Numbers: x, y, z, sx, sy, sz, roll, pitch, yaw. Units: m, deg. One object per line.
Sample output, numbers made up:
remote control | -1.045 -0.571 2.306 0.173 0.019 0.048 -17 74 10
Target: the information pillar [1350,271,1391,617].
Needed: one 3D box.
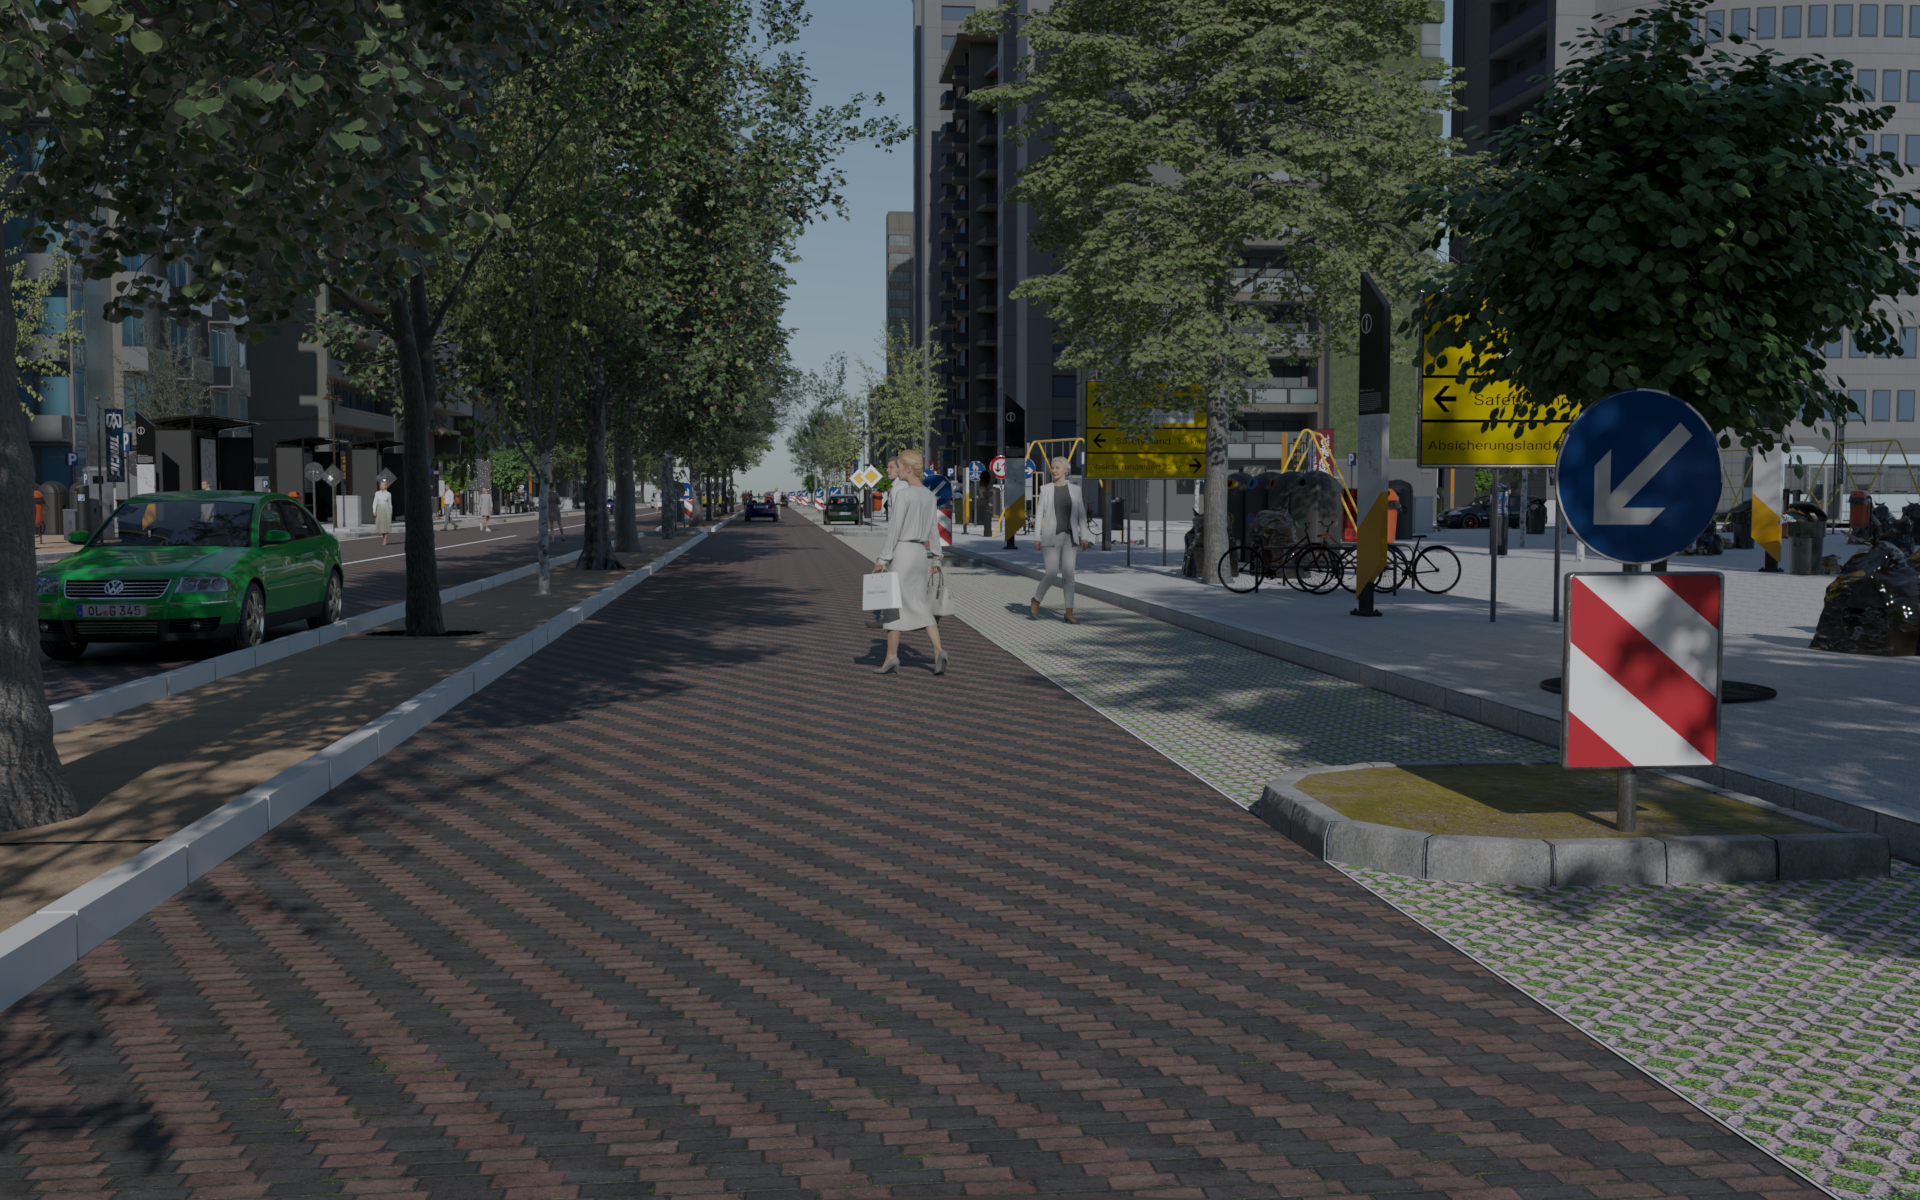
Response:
information pillar | 4.305 -1.634 18.070 0.183 3.616 0.504 -1 4 -18

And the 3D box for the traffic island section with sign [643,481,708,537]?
traffic island section with sign | -9.716 -3.107 58.934 2.006 1.907 1.989 0 4 -6

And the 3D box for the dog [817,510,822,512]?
dog | -11.173 -7.334 136.744 0.800 0.831 0.513 -2 4 -30

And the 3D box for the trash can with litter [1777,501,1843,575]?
trash can with litter | 13.581 -0.992 27.605 1.055 1.170 0.624 -2 4 -34

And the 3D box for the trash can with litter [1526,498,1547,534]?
trash can with litter | 18.253 -2.681 55.225 0.624 1.170 1.055 -1 4 -12

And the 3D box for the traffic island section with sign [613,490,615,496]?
traffic island section with sign | -32.434 -9.487 163.741 1.989 1.847 2.006 0 4 -6

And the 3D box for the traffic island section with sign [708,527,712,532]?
traffic island section with sign | -10.512 -3.557 66.298 2.006 1.907 1.989 0 4 -6

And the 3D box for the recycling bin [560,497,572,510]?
recycling bin | -31.643 -7.740 139.096 0.722 1.027 0.722 -3 5 -45

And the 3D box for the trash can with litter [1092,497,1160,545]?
trash can with litter | 4.153 -2.023 44.129 1.678 1.210 2.233 -2 4 -34

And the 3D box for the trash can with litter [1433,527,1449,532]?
trash can with litter | 15.927 -2.937 59.079 2.233 1.210 1.678 -2 4 -29

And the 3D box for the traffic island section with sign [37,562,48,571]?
traffic island section with sign | -17.994 -1.417 31.793 1.989 1.847 2.006 0 4 -6

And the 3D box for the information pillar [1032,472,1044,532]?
information pillar | 2.606 -3.274 58.017 0.304 2.012 0.304 -2 4 -30

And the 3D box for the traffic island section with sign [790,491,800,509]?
traffic island section with sign | -14.992 -9.620 165.914 1.989 1.847 2.006 0 4 -6

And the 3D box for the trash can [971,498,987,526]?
trash can | 0.793 -3.620 70.837 0.748 1.137 0.748 0 3 0

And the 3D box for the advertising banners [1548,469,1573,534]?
advertising banners | 19.616 -3.618 55.341 0.090 3.025 2.074 -3 4 -36

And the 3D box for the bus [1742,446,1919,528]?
bus | 37.758 -4.483 68.150 13.247 3.499 2.948 0 4 -6

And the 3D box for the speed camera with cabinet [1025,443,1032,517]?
speed camera with cabinet | 3.168 -4.477 67.528 2.038 3.252 0.660 -2 4 -27

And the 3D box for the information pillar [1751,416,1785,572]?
information pillar | 13.327 -2.273 28.518 0.183 3.616 0.504 -3 4 -38

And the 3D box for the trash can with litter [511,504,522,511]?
trash can with litter | -32.755 -7.182 128.491 2.233 1.210 1.678 1 4 19

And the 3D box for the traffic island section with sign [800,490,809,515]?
traffic island section with sign | -9.544 -6.566 115.982 1.989 1.847 2.006 0 4 -6

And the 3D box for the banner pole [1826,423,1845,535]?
banner pole | 27.641 -3.945 54.524 0.401 3.779 0.863 0 4 5

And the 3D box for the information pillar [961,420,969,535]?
information pillar | 0.183 -3.876 54.725 0.183 3.616 0.504 -1 4 -13

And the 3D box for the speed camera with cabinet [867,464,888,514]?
speed camera with cabinet | -5.363 -7.256 112.979 0.660 3.252 2.038 -2 4 -28

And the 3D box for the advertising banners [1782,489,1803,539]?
advertising banners | 23.850 -3.291 49.991 0.090 3.025 2.074 0 4 3

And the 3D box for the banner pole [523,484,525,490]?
banner pole | -34.769 -8.983 136.892 0.863 3.779 0.401 1 4 17

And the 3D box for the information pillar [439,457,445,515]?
information pillar | -31.273 -6.919 104.484 0.504 3.616 0.183 3 5 41

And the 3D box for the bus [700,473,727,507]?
bus | -27.012 -12.125 189.797 2.896 3.916 12.252 0 4 -8

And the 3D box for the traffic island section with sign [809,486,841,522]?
traffic island section with sign | -6.543 -4.889 88.558 1.989 1.847 2.006 0 4 -6

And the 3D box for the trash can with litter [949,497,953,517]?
trash can with litter | -0.642 -4.501 84.985 0.624 1.170 1.055 0 4 0

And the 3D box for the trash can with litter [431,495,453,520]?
trash can with litter | -26.726 -4.641 86.938 2.233 1.210 1.678 1 4 9

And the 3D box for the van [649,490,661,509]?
van | -30.102 -10.176 173.392 2.013 2.044 4.112 -1 4 -8

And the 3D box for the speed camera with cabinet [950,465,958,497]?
speed camera with cabinet | -0.450 -7.715 120.472 0.660 3.252 2.038 0 4 3

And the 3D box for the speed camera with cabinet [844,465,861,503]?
speed camera with cabinet | -7.459 -7.610 118.759 0.660 3.252 2.038 0 4 5

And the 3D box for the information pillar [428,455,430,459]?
information pillar | -29.814 -6.473 97.193 0.183 3.616 0.504 -2 4 -26

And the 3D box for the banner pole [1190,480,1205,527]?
banner pole | 9.433 -4.785 68.246 0.401 3.779 0.863 -3 4 -37

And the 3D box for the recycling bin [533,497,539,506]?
recycling bin | -33.420 -7.637 137.425 0.722 1.027 0.722 -3 5 -42

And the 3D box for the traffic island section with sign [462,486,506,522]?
traffic island section with sign | -24.164 -4.859 88.065 1.989 1.847 2.006 0 4 -6

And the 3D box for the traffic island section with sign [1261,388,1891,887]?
traffic island section with sign | 2.357 0.084 7.250 1.989 1.847 2.006 0 4 -6

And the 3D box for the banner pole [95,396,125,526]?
banner pole | -21.921 -3.339 44.617 0.401 3.779 0.863 3 5 42

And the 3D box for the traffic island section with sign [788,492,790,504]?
traffic island section with sign | -18.027 -11.313 193.587 1.989 1.847 2.006 0 4 -6

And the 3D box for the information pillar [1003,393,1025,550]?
information pillar | 1.258 -2.979 40.053 0.504 3.616 0.183 0 4 6

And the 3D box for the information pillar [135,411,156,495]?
information pillar | -22.879 -3.505 48.669 0.504 3.616 0.183 0 4 -2

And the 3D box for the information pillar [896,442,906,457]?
information pillar | -2.621 -5.289 77.824 0.504 3.616 0.183 2 4 26

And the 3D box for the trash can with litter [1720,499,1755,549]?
trash can with litter | 18.072 -1.768 40.291 1.055 1.170 0.624 -1 4 -13

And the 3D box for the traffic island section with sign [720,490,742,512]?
traffic island section with sign | -18.694 -8.126 140.992 2.006 1.907 1.989 0 4 -6

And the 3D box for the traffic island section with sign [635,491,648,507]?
traffic island section with sign | -35.417 -11.152 190.956 1.989 1.847 2.006 0 4 -6

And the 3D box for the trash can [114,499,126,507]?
trash can | -22.373 -2.143 46.695 0.748 1.137 0.748 0 3 0

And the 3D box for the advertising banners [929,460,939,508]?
advertising banners | -1.064 -5.788 90.824 0.090 3.025 2.074 2 4 33

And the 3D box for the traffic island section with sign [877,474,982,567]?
traffic island section with sign | -0.661 -1.602 34.829 1.989 1.847 2.006 0 4 -6

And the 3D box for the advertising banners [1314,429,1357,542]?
advertising banners | 10.479 -3.058 46.194 2.074 3.025 0.090 1 4 17

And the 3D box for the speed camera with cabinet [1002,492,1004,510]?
speed camera with cabinet | 3.307 -7.163 111.447 2.038 3.252 0.660 -3 5 -44

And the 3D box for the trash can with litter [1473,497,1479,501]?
trash can with litter | 22.066 -3.764 72.930 1.055 1.170 0.624 -1 4 -21

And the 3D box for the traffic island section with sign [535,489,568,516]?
traffic island section with sign | -27.110 -6.505 114.992 1.989 1.847 2.006 0 4 -6
